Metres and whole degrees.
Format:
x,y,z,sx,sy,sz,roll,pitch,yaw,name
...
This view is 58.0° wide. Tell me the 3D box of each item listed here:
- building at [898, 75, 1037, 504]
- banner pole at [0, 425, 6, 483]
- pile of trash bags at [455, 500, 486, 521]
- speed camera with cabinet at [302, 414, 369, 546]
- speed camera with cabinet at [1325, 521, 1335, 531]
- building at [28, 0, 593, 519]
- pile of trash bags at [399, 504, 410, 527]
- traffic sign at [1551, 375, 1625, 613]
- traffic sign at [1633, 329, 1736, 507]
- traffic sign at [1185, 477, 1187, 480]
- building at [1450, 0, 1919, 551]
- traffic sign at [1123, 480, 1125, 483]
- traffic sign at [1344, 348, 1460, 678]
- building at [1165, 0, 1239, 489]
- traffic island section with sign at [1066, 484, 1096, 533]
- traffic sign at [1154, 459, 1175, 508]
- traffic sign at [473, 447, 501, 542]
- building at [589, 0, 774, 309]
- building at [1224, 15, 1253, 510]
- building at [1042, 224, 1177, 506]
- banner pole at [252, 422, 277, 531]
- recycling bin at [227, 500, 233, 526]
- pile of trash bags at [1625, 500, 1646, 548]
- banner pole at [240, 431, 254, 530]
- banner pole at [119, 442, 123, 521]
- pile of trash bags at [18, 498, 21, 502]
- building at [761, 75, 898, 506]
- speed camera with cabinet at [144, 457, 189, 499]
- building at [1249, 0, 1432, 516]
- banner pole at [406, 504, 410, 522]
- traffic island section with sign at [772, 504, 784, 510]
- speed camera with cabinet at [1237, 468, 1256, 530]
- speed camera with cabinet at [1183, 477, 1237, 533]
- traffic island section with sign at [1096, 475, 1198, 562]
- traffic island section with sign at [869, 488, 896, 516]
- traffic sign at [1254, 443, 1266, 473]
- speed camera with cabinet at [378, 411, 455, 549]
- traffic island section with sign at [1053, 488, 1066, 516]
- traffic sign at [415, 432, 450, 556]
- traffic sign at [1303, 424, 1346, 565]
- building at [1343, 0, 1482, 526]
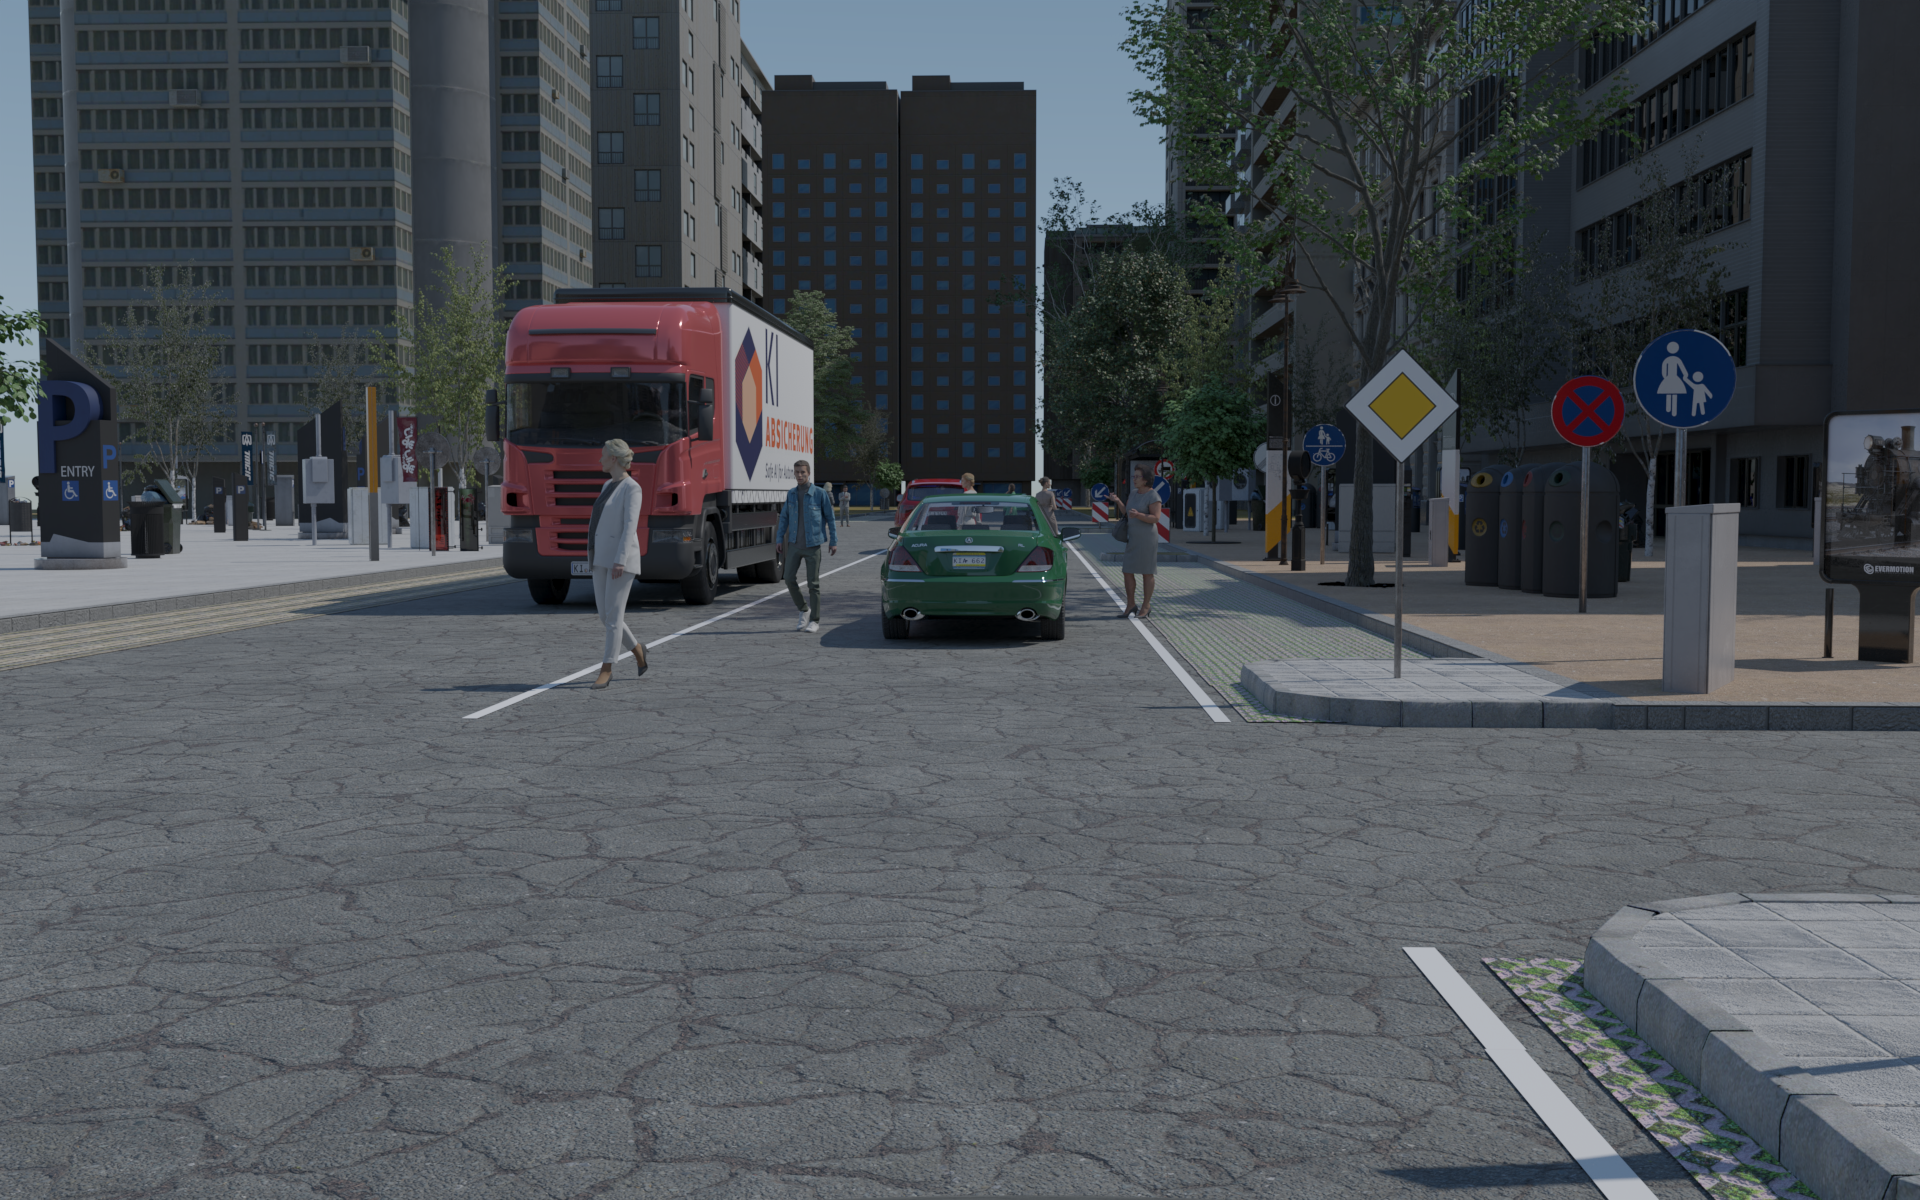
x,y,z,sx,sy,sz,roll,pitch,yaw,name
1.132,-32.939,188.666,14.200,45.320,14.600,0,4,2,building
-27.059,-3.576,48.492,0.401,3.779,0.863,1,4,18,banner pole
-22.695,-4.450,82.511,1.912,1.369,3.447,-3,4,-37,pile of trash bags
-15.405,-3.009,43.537,2.038,3.252,0.660,-2,4,-28,speed camera with cabinet
13.230,-4.063,60.765,0.660,3.252,2.038,0,4,-5,speed camera with cabinet
-34.929,-24.972,100.179,32.217,40.220,23.993,0,4,2,building
-22.920,-3.574,68.180,1.912,1.369,3.447,-2,4,-31,pile of trash bags
6.734,-1.134,18.654,0.768,2.556,0.104,0,4,7,traffic sign
5.600,-0.818,13.474,0.768,2.556,0.104,0,4,6,traffic sign
9.229,-4.431,72.554,0.768,2.556,0.104,0,4,8,traffic sign
25.078,-14.204,51.304,14.314,24.678,30.058,0,4,2,building
8.592,-5.309,86.804,0.884,2.594,0.081,1,4,8,traffic sign
3.044,-0.511,12.004,0.795,2.450,0.064,0,4,2,traffic sign
33.531,-45.975,189.942,20.611,71.187,20.563,0,4,2,building
5.043,-3.391,64.079,1.989,1.847,2.006,0,4,2,traffic island section with sign
7.414,-3.835,62.815,0.768,2.556,0.104,1,4,10,traffic sign
-12.733,-2.844,46.611,0.768,2.556,0.104,1,4,9,traffic sign
-34.488,-37.148,196.615,27.495,52.752,28.713,0,4,2,building
32.848,-31.546,135.386,23.786,49.044,30.456,0,4,2,building
16.025,-25.484,188.362,14.107,30.474,14.160,0,4,2,building
-24.111,-4.306,60.420,0.863,3.779,0.401,2,4,28,banner pole
-29.226,-3.516,70.038,0.722,1.027,0.722,-2,4,-27,recycling bin
15.095,-1.988,42.261,1.912,1.369,3.447,-2,4,-24,pile of trash bags
-24.959,-4.343,61.026,0.401,3.779,0.863,2,4,29,banner pole
-40.640,-5.722,83.579,0.401,3.779,0.863,1,4,11,banner pole
-48.553,-4.753,87.462,1.912,1.369,3.447,0,4,-3,pile of trash bags
-13.364,-32.928,188.478,14.200,45.320,14.600,0,4,2,building
-39.418,-5.606,85.989,0.660,3.252,2.038,3,4,36,speed camera with cabinet
30.482,-29.712,109.493,21.300,48.544,21.600,0,4,2,building
-25.707,-5.561,80.931,0.401,3.779,0.863,2,4,24,banner pole
-6.834,-3.390,64.054,1.989,1.847,2.006,0,4,2,traffic island section with sign
9.578,-4.149,62.172,2.038,3.252,0.660,3,4,38,speed camera with cabinet
8.332,-3.917,58.376,0.660,3.252,2.038,-2,4,-28,speed camera with cabinet
4.018,-1.744,37.143,1.989,1.847,2.006,0,4,2,traffic island section with sign
-4.934,-6.470,114.405,1.989,1.847,2.006,0,4,2,traffic island section with sign
7.590,-2.595,42.541,0.768,2.556,0.104,1,4,11,traffic sign
-12.807,-2.846,40.871,2.038,3.252,0.660,2,4,35,speed camera with cabinet
6.924,-6.451,114.099,1.989,1.847,2.006,0,4,2,traffic island section with sign
-10.894,-2.181,35.771,0.768,2.556,0.104,0,4,8,traffic sign
6.603,-1.919,31.475,0.768,2.556,0.104,0,4,7,traffic sign
24.023,-15.136,76.351,11.050,23.489,19.941,0,4,2,building
